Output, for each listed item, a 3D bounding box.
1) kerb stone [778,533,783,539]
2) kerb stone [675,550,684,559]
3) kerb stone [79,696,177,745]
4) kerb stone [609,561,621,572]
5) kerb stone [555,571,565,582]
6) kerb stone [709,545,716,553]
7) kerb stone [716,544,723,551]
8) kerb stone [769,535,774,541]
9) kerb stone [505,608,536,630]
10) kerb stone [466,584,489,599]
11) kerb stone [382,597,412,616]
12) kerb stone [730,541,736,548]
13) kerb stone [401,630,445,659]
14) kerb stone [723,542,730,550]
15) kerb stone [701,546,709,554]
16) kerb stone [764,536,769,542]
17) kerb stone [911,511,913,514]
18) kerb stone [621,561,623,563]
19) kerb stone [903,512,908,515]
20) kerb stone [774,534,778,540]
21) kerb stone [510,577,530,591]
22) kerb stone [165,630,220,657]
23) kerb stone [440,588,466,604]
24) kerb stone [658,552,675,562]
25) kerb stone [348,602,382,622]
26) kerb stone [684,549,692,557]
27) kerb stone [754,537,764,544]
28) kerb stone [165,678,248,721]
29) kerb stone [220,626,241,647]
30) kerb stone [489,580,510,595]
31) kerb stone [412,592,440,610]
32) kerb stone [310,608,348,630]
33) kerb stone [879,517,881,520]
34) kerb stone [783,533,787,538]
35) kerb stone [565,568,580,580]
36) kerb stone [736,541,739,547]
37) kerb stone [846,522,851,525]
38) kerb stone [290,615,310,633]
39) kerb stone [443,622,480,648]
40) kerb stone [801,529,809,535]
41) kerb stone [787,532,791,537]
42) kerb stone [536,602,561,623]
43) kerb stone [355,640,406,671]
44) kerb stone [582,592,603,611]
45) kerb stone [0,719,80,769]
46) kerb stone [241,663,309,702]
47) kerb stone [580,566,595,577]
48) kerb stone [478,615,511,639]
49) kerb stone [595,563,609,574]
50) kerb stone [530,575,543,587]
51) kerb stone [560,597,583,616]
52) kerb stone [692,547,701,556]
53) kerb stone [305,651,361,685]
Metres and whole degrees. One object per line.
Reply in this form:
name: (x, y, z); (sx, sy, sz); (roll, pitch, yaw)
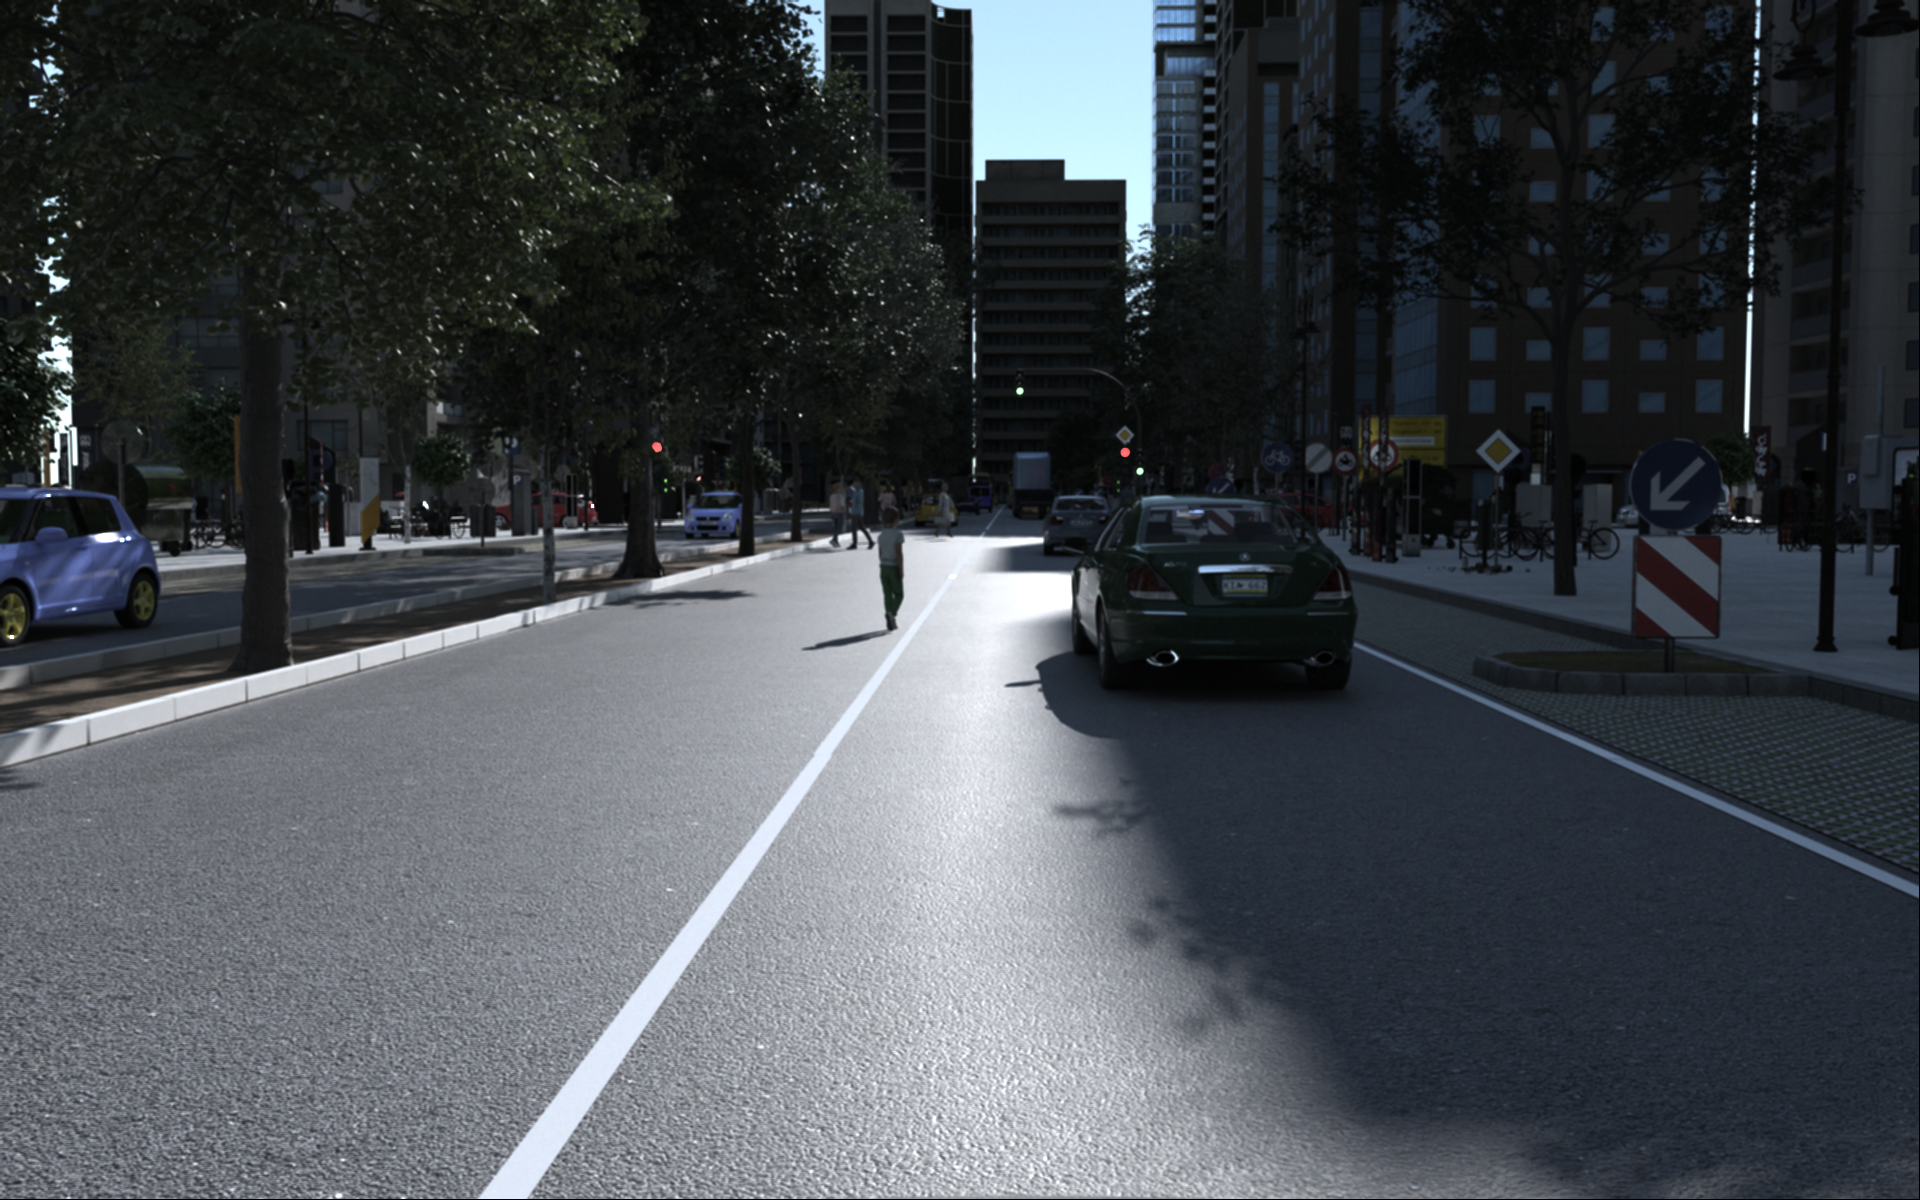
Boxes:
kerb stone: (-5.787, -1.978, 54.540); (0.120, 0.150, 1.000); (0, 4, 2)
kerb stone: (-6.284, -0.974, 38.119); (0.120, 0.150, 1.000); (0, 4, 2)
kerb stone: (-5.016, 0.723, 10.397); (0.120, 0.150, 1.000); (0, 4, 2)
kerb stone: (-6.472, -0.597, 31.962); (0.120, 0.150, 1.000); (0, 4, 2)
kerb stone: (-6.590, -0.347, 27.865); (0.120, 0.150, 1.000); (0, 4, 2)
kerb stone: (-6.156, -1.224, 42.237); (0.120, 0.150, 1.000); (0, 4, 2)
kerb stone: (-6.127, -1.284, 43.259); (0.120, 0.150, 1.000); (0, 4, 2)
kerb stone: (-5.856, -1.853, 52.486); (0.120, 0.150, 1.000); (0, 4, 2)
kerb stone: (-4.779, 0.220, 18.603); (0.120, 0.150, 1.000); (0, 4, 2)
kerb stone: (-6.711, -0.096, 23.774); (0.120, 0.150, 1.000); (0, 4, 2)
kerb stone: (-6.806, 0.092, 20.694); (0.120, 0.150, 1.000); (0, 4, 2)
kerb stone: (-6.064, -1.414, 45.311); (0.120, 0.150, 1.000); (0, 4, 2)
kerb stone: (-4.862, 0.408, 15.525); (0.120, 0.150, 1.000); (0, 4, 2)
kerb stone: (-6.097, -1.351, 44.280); (0.120, 0.150, 1.000); (0, 4, 2)
kerb stone: (-6.182, -1.163, 41.211); (0.120, 0.150, 1.000); (0, 4, 2)
kerb stone: (-5.880, -1.786, 51.461); (0.120, 0.150, 1.000); (0, 4, 2)
kerb stone: (-3.662, -6.271, 124.752); (0.120, 0.150, 1.000); (0, 4, 2)
kerb stone: (-6.435, -0.658, 32.983); (0.120, 0.150, 1.000); (0, 4, 2)
kerb stone: (-3.763, -6.079, 121.676); (0.120, 0.150, 1.000); (0, 4, 2)
kerb stone: (-5.815, -1.914, 53.513); (0.120, 0.150, 1.000); (0, 4, 2)
kerb stone: (-6.654, -0.222, 25.822); (0.120, 0.150, 1.000); (0, 4, 2)
kerb stone: (-6.968, 0.405, 15.577); (0.120, 0.150, 1.000); (0, 4, 2)
kerb stone: (-6.743, -0.034, 22.746); (0.120, 0.150, 1.000); (0, 4, 2)
kerb stone: (-6.315, -0.907, 37.091); (0.120, 0.150, 1.000); (0, 4, 2)
kerb stone: (-6.835, 0.154, 19.673); (0.120, 0.150, 1.000); (0, 4, 2)
kerb stone: (-6.258, -1.037, 39.156); (0.120, 0.150, 1.000); (0, 4, 2)
kerb stone: (-5.913, -1.726, 50.438); (0.120, 0.150, 1.000); (0, 4, 2)
kerb stone: (-4.990, 0.659, 11.419); (0.120, 0.150, 1.000); (0, 4, 2)
kerb stone: (-6.931, 0.342, 16.599); (0.120, 0.150, 1.000); (0, 4, 2)
kerb stone: (-6.685, -0.159, 24.801); (0.120, 0.150, 1.000); (0, 4, 2)
kerb stone: (-6.779, 0.029, 21.723); (0.120, 0.150, 1.000); (0, 4, 2)
kerb stone: (-6.864, 0.220, 18.646); (0.120, 0.150, 1.000); (0, 4, 2)
kerb stone: (-4.439, -4.703, 99.145); (0.120, 0.150, 1.000); (0, 4, 2)
kerb stone: (-5.750, -2.041, 55.563); (0.120, 0.150, 1.000); (0, 4, 2)
kerb stone: (-6.568, -0.409, 28.890); (0.120, 0.150, 1.000); (0, 4, 2)
kerb stone: (-6.035, -1.477, 46.337); (0.120, 0.150, 1.000); (0, 4, 2)
kerb stone: (-5.033, -3.514, 79.656); (0.120, 0.150, 1.000); (0, 4, 2)
kerb stone: (-6.905, 0.282, 17.625); (0.120, 0.150, 1.000); (0, 4, 2)
kerb stone: (-4.830, 0.345, 16.557); (0.120, 0.150, 1.000); (0, 4, 2)
kerb stone: (-5.543, -2.478, 62.747); (0.120, 0.150, 1.000); (0, 4, 2)
kerb stone: (-5.724, -2.103, 56.585); (0.120, 0.150, 1.000); (0, 4, 2)
kerb stone: (-4.739, 0.157, 19.636); (0.120, 0.150, 1.000); (0, 4, 2)
kerb stone: (-4.895, 0.471, 14.495); (0.120, 0.150, 1.000); (0, 4, 2)
kerb stone: (-4.678, 0.031, 21.681); (0.120, 0.150, 1.000); (0, 4, 2)
kerb stone: (-5.047, 0.785, 9.364); (0.120, 0.150, 1.000); (0, 4, 2)
kerb stone: (-4.956, 0.597, 12.440); (0.120, 0.150, 1.000); (0, 4, 2)
kerb stone: (-6.531, -0.472, 29.919); (0.120, 0.150, 1.000); (0, 4, 2)
kerb stone: (-4.794, 0.284, 17.581); (0.120, 0.150, 1.000); (0, 4, 2)
kerb stone: (-6.501, -0.535, 30.940); (0.120, 0.150, 1.000); (0, 4, 2)
kerb stone: (-6.629, -0.284, 26.844); (0.120, 0.150, 1.000); (0, 4, 2)
kerb stone: (-4.712, 0.094, 20.657); (0.120, 0.150, 1.000); (0, 4, 2)
kerb stone: (-6.218, -1.098, 40.178); (0.120, 0.150, 1.000); (0, 4, 2)
kerb stone: (-4.928, 0.536, 13.462); (0.120, 0.150, 1.000); (0, 4, 2)
